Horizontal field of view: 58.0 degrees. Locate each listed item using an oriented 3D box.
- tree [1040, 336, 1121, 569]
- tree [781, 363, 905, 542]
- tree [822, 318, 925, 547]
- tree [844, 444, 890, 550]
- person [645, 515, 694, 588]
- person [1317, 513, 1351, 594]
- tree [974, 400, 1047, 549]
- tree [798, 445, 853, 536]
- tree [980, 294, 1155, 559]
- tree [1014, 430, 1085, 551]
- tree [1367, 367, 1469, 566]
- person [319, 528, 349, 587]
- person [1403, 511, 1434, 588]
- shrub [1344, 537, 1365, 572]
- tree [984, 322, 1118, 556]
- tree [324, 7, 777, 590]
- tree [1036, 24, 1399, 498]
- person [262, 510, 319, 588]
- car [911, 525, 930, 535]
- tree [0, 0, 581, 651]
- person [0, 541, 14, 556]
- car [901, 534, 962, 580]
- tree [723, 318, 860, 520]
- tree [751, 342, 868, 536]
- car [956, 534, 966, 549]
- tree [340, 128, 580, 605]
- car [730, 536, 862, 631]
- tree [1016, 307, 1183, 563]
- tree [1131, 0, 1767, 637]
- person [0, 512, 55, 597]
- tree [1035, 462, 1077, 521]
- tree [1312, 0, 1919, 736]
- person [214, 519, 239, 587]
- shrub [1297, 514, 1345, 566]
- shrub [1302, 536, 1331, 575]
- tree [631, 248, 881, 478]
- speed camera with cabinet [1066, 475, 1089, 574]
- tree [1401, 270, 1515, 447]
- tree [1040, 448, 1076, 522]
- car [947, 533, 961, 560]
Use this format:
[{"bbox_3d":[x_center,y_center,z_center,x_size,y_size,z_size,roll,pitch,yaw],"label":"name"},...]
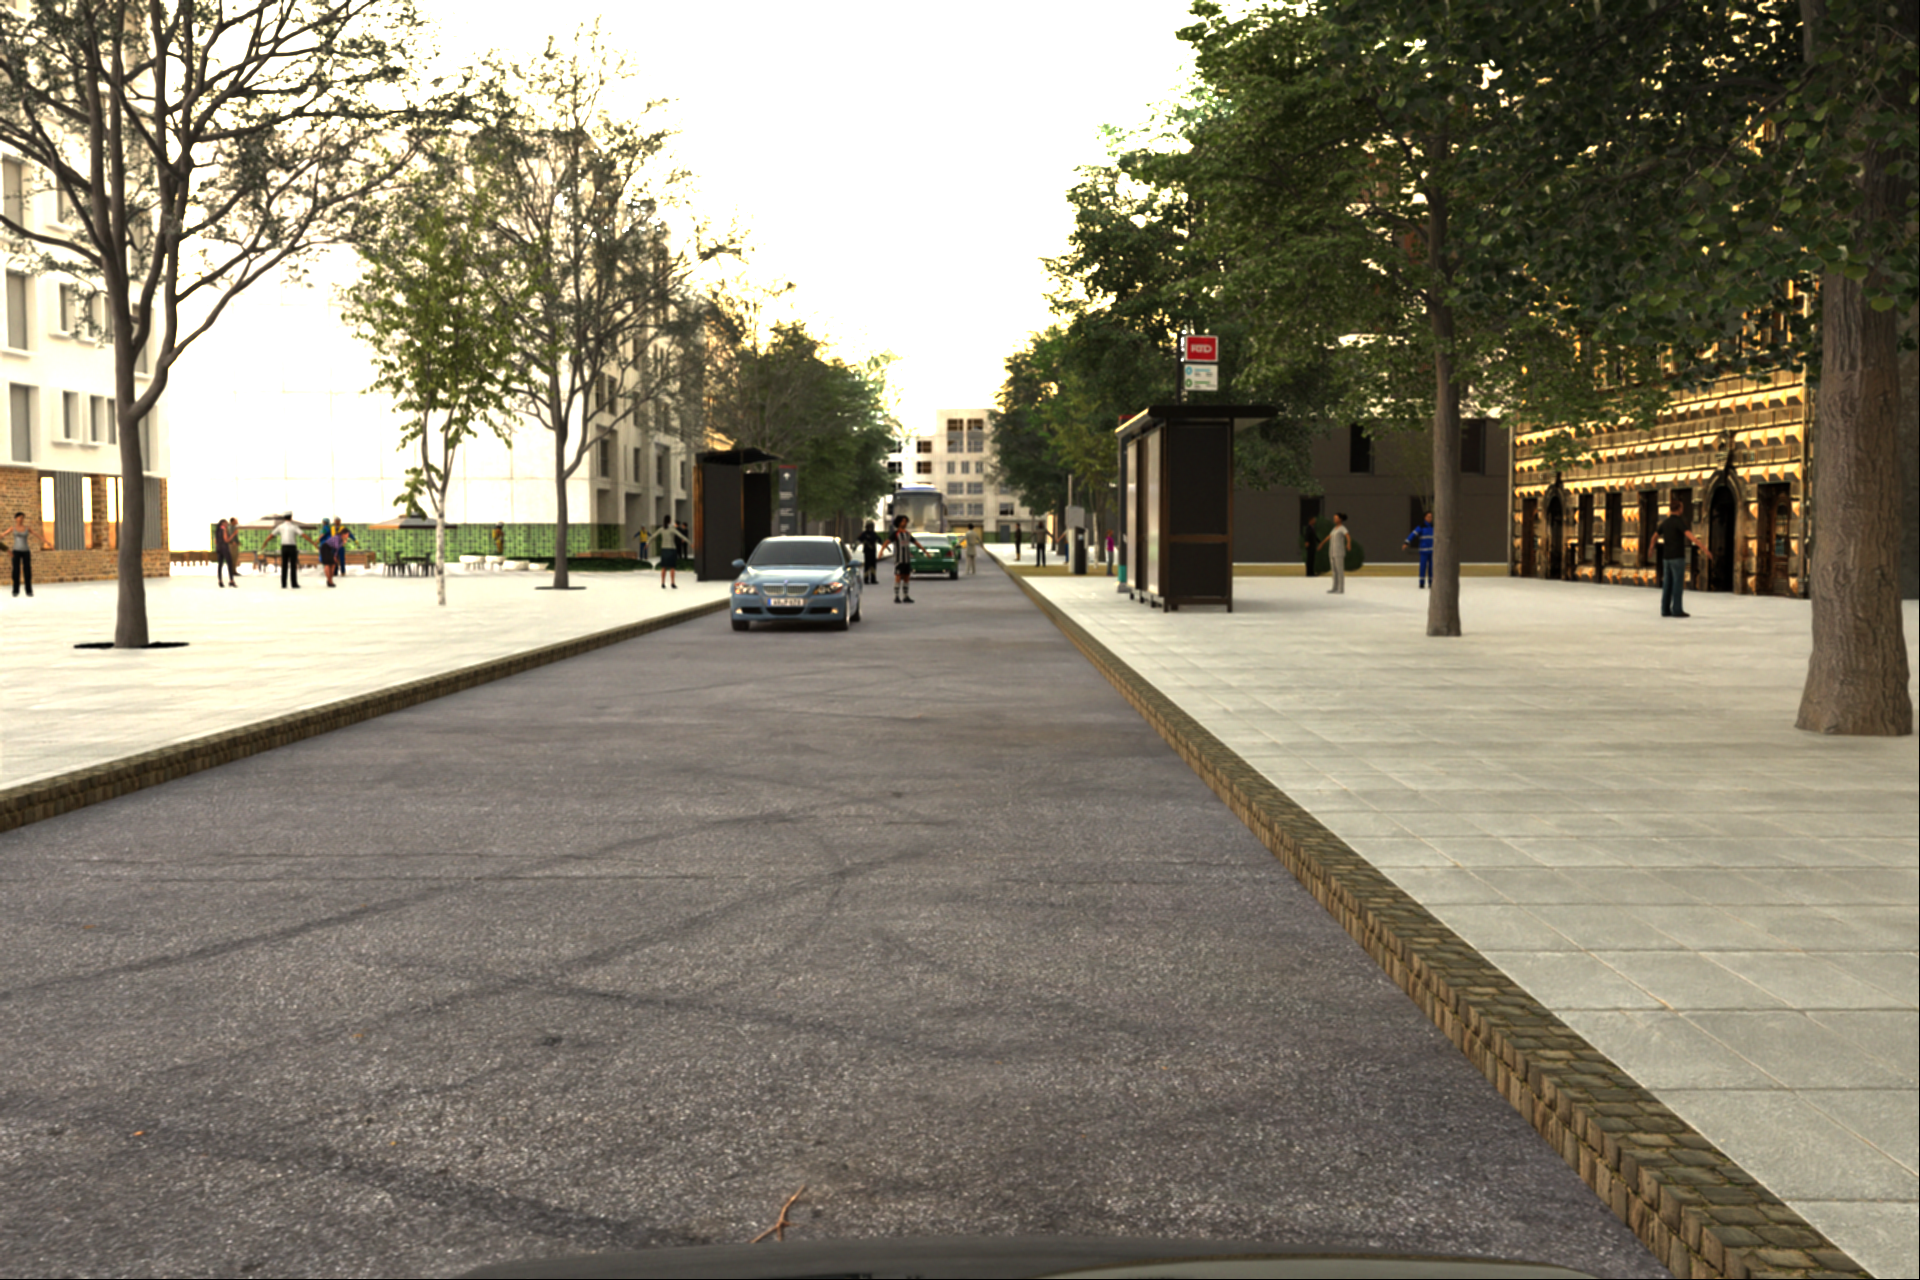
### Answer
[{"bbox_3d":[5.015,-6.926,63.607,4.737,8.622,4.395,0,3,0],"label":"tree"},{"bbox_3d":[-8.747,-13.440,126.394,9.857,13.997,8.962,0,3,0],"label":"tree"},{"bbox_3d":[-9.357,-18.282,154.801,12.611,20.169,13.585,0,3,0],"label":"tree"},{"bbox_3d":[-9.249,-12.711,142.238,7.601,10.594,8.767,-2,4,-27],"label":"tree"},{"bbox_3d":[-6.896,-2.094,41.076,1.217,1.735,0.721,1,4,9],"label":"person"},{"bbox_3d":[8.091,-1.874,37.405,0.721,1.739,1.217,-1,4,-21],"label":"person"},{"bbox_3d":[6.260,-14.616,149.333,12.009,13.543,11.850,0,3,0],"label":"tree"},{"bbox_3d":[-8.995,-9.863,111.618,4.737,8.622,4.395,0,3,0],"label":"tree"},{"bbox_3d":[6.145,-10.901,88.594,12.009,13.543,11.850,0,3,0],"label":"tree"},{"bbox_3d":[7.198,-12.473,129.683,9.928,11.665,9.643,0,3,0],"label":"tree"},{"bbox_3d":[19.319,-7.342,70.396,4.360,8.622,3.978,0,3,0],"label":"tree"},{"bbox_3d":[-15.149,-2.000,41.976,0.697,1.427,0.421,-1,4,-9],"label":"person"},{"bbox_3d":[11.086,-2.142,40.998,1.345,1.831,0.704,-1,4,-9],"label":"person"},{"bbox_3d":[13.346,-2.942,59.210,1.383,1.207,1.383,0,3,0],"label":"shrub"},{"bbox_3d":[6.168,-12.036,103.437,9.857,13.997,8.962,0,3,0],"label":"tree"},{"bbox_3d":[-9.146,-7.926,39.968,12.009,13.543,11.850,0,3,0],"label":"tree"},{"bbox_3d":[6.714,-8.483,45.349,9.857,13.997,8.962,0,3,0],"label":"tree"},{"bbox_3d":[-15.994,-2.171,41.291,1.343,1.855,0.704,0,4,-1],"label":"person"},{"bbox_3d":[-1.635,-3.725,69.701,1.959,1.807,4.718,0,4,1],"label":"car"},{"bbox_3d":[-9.228,-6.658,19.220,12.009,13.543,11.850,0,3,0],"label":"tree"},{"bbox_3d":[-15.363,-1.235,26.973,0.721,1.736,1.217,2,4,31],"label":"person"},{"bbox_3d":[-0.980,-2.680,55.621,2.131,1.459,4.920,0,4,-1],"label":"car"},{"bbox_3d":[-9.097,-10.561,90.807,7.486,12.596,7.792,0,3,0],"label":"tree"},{"bbox_3d":[-9.187,-11.172,100.783,7.486,12.596,7.792,0,3,0],"label":"tree"},{"bbox_3d":[0.189,-8.541,149.862,2.015,1.641,3.980,0,4,0],"label":"car"},{"bbox_3d":[-9.231,-4.940,31.128,4.737,8.622,4.395,0,3,0],"label":"tree"},{"bbox_3d":[-2.507,-0.931,27.228,2.014,1.417,4.499,0,4,0],"label":"car"},{"bbox_3d":[6.385,-9.305,77.888,9.928,11.665,9.643,0,3,0],"label":"tree"},{"bbox_3d":[5.865,-6.345,21.868,7.486,12.596,7.792,0,3,0],"label":"tree"},{"bbox_3d":[-19.270,-1.759,35.572,1.217,1.737,0.721,-2,4,-35],"label":"person"},{"bbox_3d":[6.556,-10.107,115.609,4.360,8.622,3.978,0,3,0],"label":"tree"},{"bbox_3d":[5.872,-6.368,10.778,9.857,13.997,8.962,0,3,0],"label":"tree"},{"bbox_3d":[-17.626,-2.089,41.661,0.593,1.643,0.415,-1,4,-9],"label":"person"},{"bbox_3d":[12.847,-3.499,61.620,1.690,2.028,1.600,0,3,0],"label":"shrub"},{"bbox_3d":[11.254,-2.642,54.317,1.383,1.207,1.383,0,3,0],"label":"shrub"},{"bbox_3d":[-8.578,-9.994,73.772,12.009,13.543,11.850,0,3,0],"label":"tree"},{"bbox_3d":[3.874,-3.838,57.084,0.660,3.252,2.038,0,4,-1],"label":"speed camera with cabinet"},{"bbox_3d":[20.640,-9.198,60.755,12.009,13.543,11.850,0,3,0],"label":"tree"},{"bbox_3d":[7.178,-10.502,122.066,4.737,8.622,4.395,0,3,0],"label":"tree"},{"bbox_3d":[-0.848,-5.487,98.504,1.959,1.807,4.718,0,4,-1],"label":"car"}]
